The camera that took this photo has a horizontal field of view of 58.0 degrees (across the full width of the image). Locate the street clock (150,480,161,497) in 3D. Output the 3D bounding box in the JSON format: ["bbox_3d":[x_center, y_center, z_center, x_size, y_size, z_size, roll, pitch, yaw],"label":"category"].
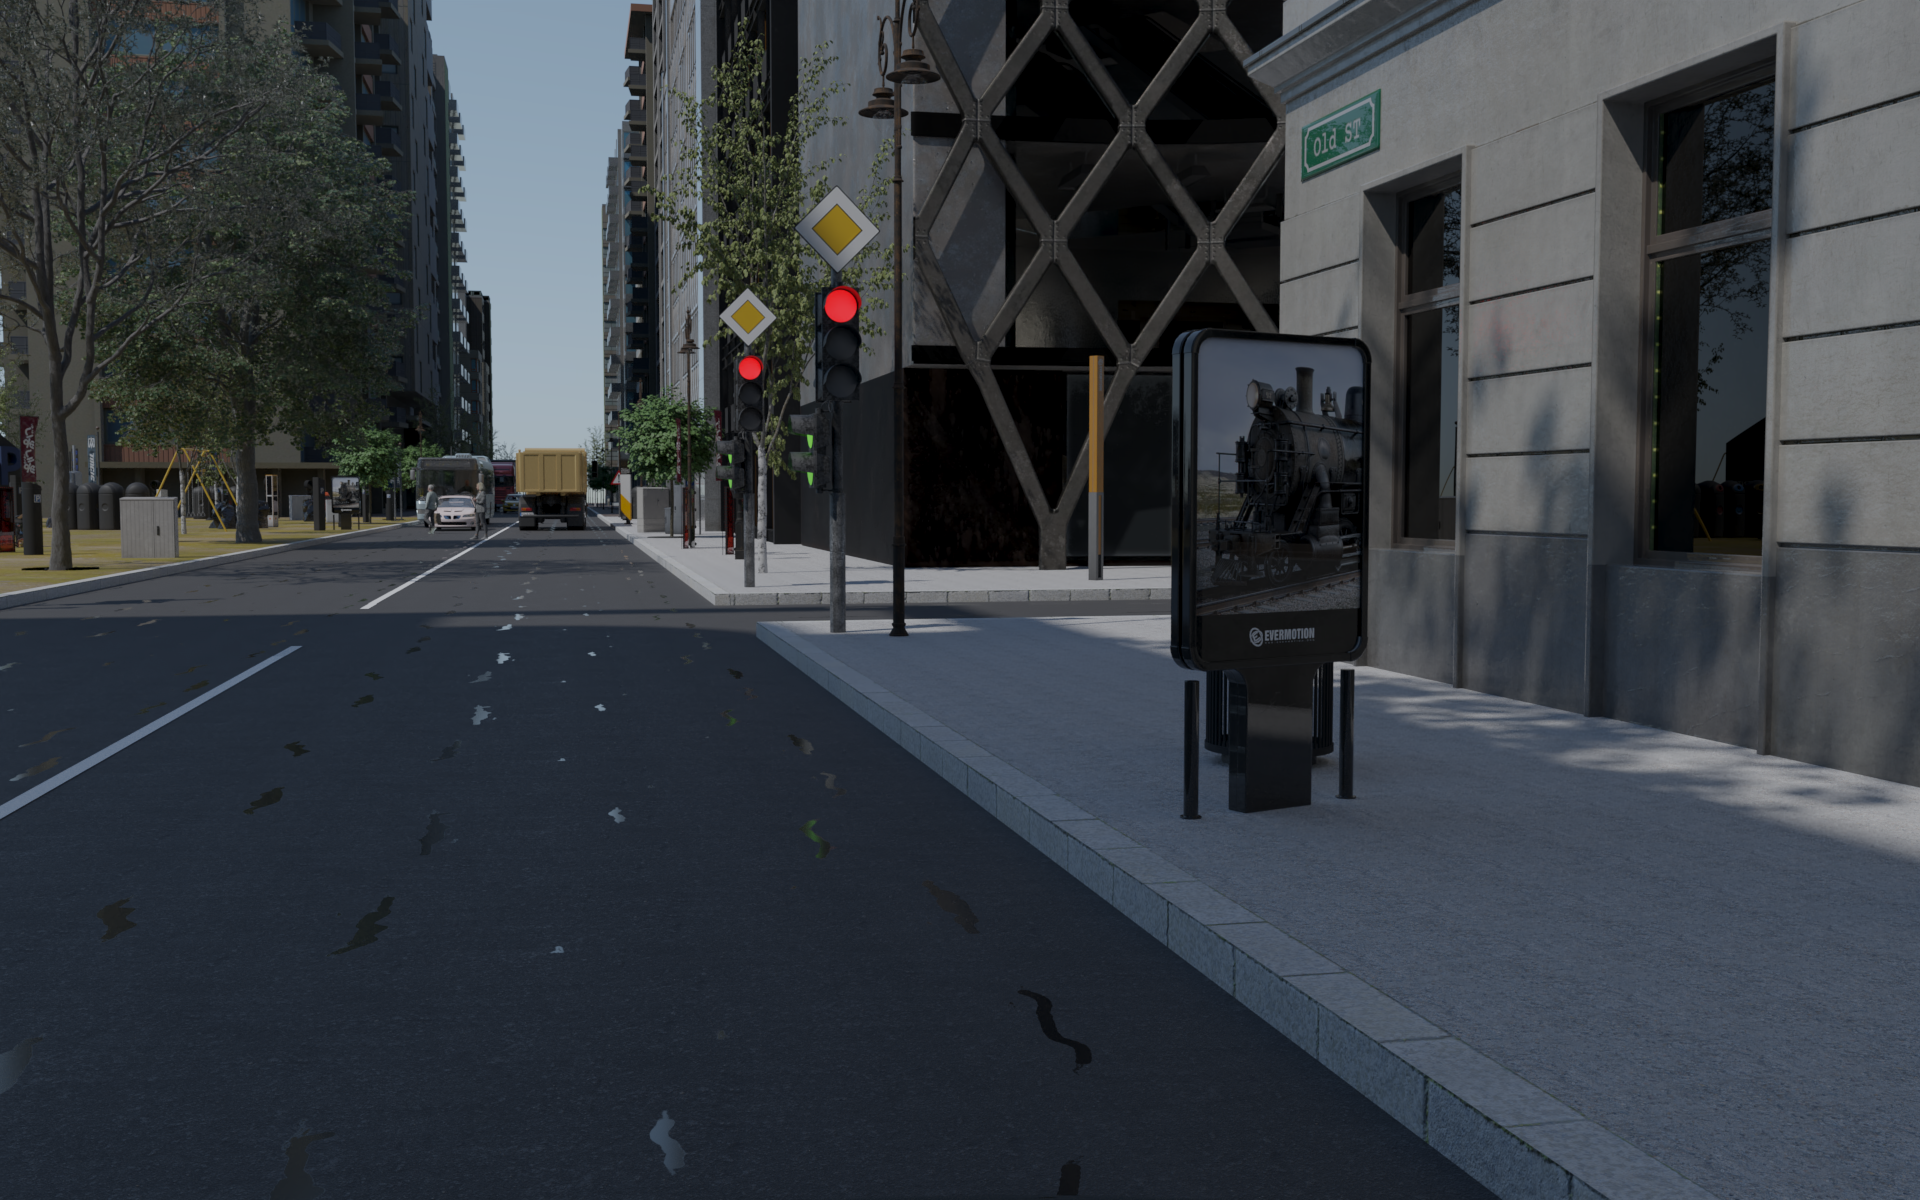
[{"bbox_3d":[-42.366,-5.300,91.224,0.471,2.002,0.358,1,4,13],"label":"street clock"}]

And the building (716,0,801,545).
[{"bbox_3d":[-0.458,-13.617,52.308,12.332,23.373,15.834,-1,4,-13],"label":"building"}]

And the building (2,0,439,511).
[{"bbox_3d":[-54.946,-33.236,132.653,28.713,52.752,27.495,-1,4,-13],"label":"building"}]

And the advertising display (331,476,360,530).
[{"bbox_3d":[-22.025,-3.480,62.112,0.974,1.923,0.123,-1,4,-13],"label":"advertising display"}]

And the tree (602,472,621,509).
[{"bbox_3d":[-29.467,-9.371,147.810,1.663,3.219,1.824,0,3,0],"label":"tree"}]

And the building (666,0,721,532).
[{"bbox_3d":[-5.065,-15.382,69.525,12.078,24.808,19.932,-1,4,-13],"label":"building"}]

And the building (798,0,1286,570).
[{"bbox_3d":[6.038,-10.327,36.292,16.811,18.784,16.820,-1,4,-13],"label":"building"}]

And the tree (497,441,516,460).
[{"bbox_3d":[-63.126,-17.864,242.437,4.737,8.622,4.395,0,3,0],"label":"tree"}]

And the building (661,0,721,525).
[{"bbox_3d":[-8.602,-16.581,89.125,12.078,24.808,19.932,-1,4,-13],"label":"building"}]

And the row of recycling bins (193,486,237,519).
[{"bbox_3d":[-38.460,-5.057,89.795,1.069,1.692,3.534,1,4,14],"label":"row of recycling bins"}]

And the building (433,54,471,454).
[{"bbox_3d":[-65.829,-34.864,189.635,23.786,49.044,30.456,-1,4,-13],"label":"building"}]

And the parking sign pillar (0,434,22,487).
[{"bbox_3d":[-38.860,-5.033,70.761,1.447,3.967,1.447,1,4,18],"label":"parking sign pillar"}]

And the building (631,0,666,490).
[{"bbox_3d":[-14.840,-42.449,132.285,20.563,71.187,20.611,-1,4,-13],"label":"building"}]

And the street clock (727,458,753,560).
[{"bbox_3d":[-4.309,-1.795,33.918,0.471,2.002,0.358,0,4,3],"label":"street clock"}]

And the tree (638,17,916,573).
[{"bbox_3d":[-2.973,-4.743,27.912,4.737,8.622,4.395,0,3,0],"label":"tree"}]

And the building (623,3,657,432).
[{"bbox_3d":[-18.973,-30.755,157.475,22.147,44.769,28.867,-1,4,-13],"label":"building"}]

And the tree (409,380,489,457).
[{"bbox_3d":[-33.482,-9.918,112.515,4.360,8.622,3.978,0,3,0],"label":"tree"}]

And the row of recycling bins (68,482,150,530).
[{"bbox_3d":[-30.585,-3.346,61.825,3.534,1.692,1.069,1,4,10],"label":"row of recycling bins"}]

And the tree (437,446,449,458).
[{"bbox_3d":[-31.235,-7.181,101.125,4.285,4.588,4.351,0,3,0],"label":"tree"}]

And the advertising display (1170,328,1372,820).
[{"bbox_3d":[1.270,-0.111,7.032,0.974,1.923,0.123,-2,4,-32],"label":"advertising display"}]

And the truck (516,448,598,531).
[{"bbox_3d":[-16.739,-4.622,71.490,3.469,3.379,9.791,-1,4,-11],"label":"truck"}]

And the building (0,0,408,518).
[{"bbox_3d":[-46.305,-27.606,105.990,22.147,44.769,28.867,-1,4,-13],"label":"building"}]

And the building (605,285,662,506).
[{"bbox_3d":[-24.732,-31.104,200.433,32.217,40.220,23.993,-1,4,-13],"label":"building"}]

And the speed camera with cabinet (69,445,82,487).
[{"bbox_3d":[-36.027,-4.693,71.060,0.660,3.252,2.038,1,4,8],"label":"speed camera with cabinet"}]

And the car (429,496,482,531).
[{"bbox_3d":[-20.107,-3.469,69.084,2.083,1.381,4.827,-1,4,-13],"label":"car"}]

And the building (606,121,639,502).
[{"bbox_3d":[-34.491,-37.077,225.820,23.786,49.044,30.456,-1,4,-13],"label":"building"}]

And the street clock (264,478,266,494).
[{"bbox_3d":[-30.049,-4.328,75.336,0.358,2.002,0.471,0,4,6],"label":"street clock"}]

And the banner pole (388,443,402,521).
[{"bbox_3d":[-27.517,-5.779,84.508,0.863,3.779,0.401,-2,4,-32],"label":"banner pole"}]

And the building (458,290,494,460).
[{"bbox_3d":[-72.596,-28.706,241.050,14.160,30.474,14.107,-1,4,-13],"label":"building"}]

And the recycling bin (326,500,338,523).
[{"bbox_3d":[-28.106,-3.995,77.872,0.722,1.027,0.722,-1,4,-17],"label":"recycling bin"}]

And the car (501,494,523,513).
[{"bbox_3d":[-33.281,-7.298,129.539,2.015,1.641,3.980,-1,4,-13],"label":"car"}]

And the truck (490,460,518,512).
[{"bbox_3d":[-37.784,-9.409,142.751,2.839,4.237,11.283,-1,4,-13],"label":"truck"}]

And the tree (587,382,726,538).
[{"bbox_3d":[-8.548,-4.102,50.782,4.285,4.588,4.351,0,3,0],"label":"tree"}]

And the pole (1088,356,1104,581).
[{"bbox_3d":[2.021,-1.947,25.676,0.158,3.312,0.155,0,3,0],"label":"pole"}]

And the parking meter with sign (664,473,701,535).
[{"bbox_3d":[-8.753,-3.589,54.938,0.543,3.016,1.738,-3,5,-45],"label":"parking meter with sign"}]

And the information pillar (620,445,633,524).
[{"bbox_3d":[-14.168,-5.024,73.504,0.504,3.616,0.183,1,4,22],"label":"information pillar"}]

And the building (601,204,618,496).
[{"bbox_3d":[-43.804,-34.471,247.190,14.154,41.232,14.086,-1,4,-13],"label":"building"}]

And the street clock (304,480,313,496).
[{"bbox_3d":[-34.316,-5.304,91.287,0.358,2.002,0.471,1,4,19],"label":"street clock"}]

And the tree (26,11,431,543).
[{"bbox_3d":[-18.961,-8.490,45.460,9.857,13.997,8.962,0,3,0],"label":"tree"}]

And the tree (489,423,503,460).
[{"bbox_3d":[-46.961,-13.437,170.064,4.360,8.622,3.978,0,3,0],"label":"tree"}]

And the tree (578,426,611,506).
[{"bbox_3d":[-38.419,-14.154,181.786,4.737,8.622,4.395,0,3,0],"label":"tree"}]

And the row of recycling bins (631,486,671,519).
[{"bbox_3d":[-15.658,-4.921,87.567,1.069,1.692,3.534,-2,4,-35],"label":"row of recycling bins"}]

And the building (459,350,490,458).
[{"bbox_3d":[-74.353,-22.867,218.921,27.650,21.520,28.899,-1,4,-13],"label":"building"}]

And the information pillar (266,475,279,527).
[{"bbox_3d":[-26.522,-3.810,66.785,0.304,2.012,0.304,1,4,17],"label":"information pillar"}]

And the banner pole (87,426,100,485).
[{"bbox_3d":[-32.114,-4.544,64.313,0.863,3.779,0.401,2,4,29],"label":"banner pole"}]

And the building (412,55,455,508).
[{"bbox_3d":[-53.316,-28.857,155.412,14.154,41.232,14.086,-1,4,-13],"label":"building"}]

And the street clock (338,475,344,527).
[{"bbox_3d":[-23.903,-3.813,66.906,0.471,2.002,0.358,1,4,23],"label":"street clock"}]
